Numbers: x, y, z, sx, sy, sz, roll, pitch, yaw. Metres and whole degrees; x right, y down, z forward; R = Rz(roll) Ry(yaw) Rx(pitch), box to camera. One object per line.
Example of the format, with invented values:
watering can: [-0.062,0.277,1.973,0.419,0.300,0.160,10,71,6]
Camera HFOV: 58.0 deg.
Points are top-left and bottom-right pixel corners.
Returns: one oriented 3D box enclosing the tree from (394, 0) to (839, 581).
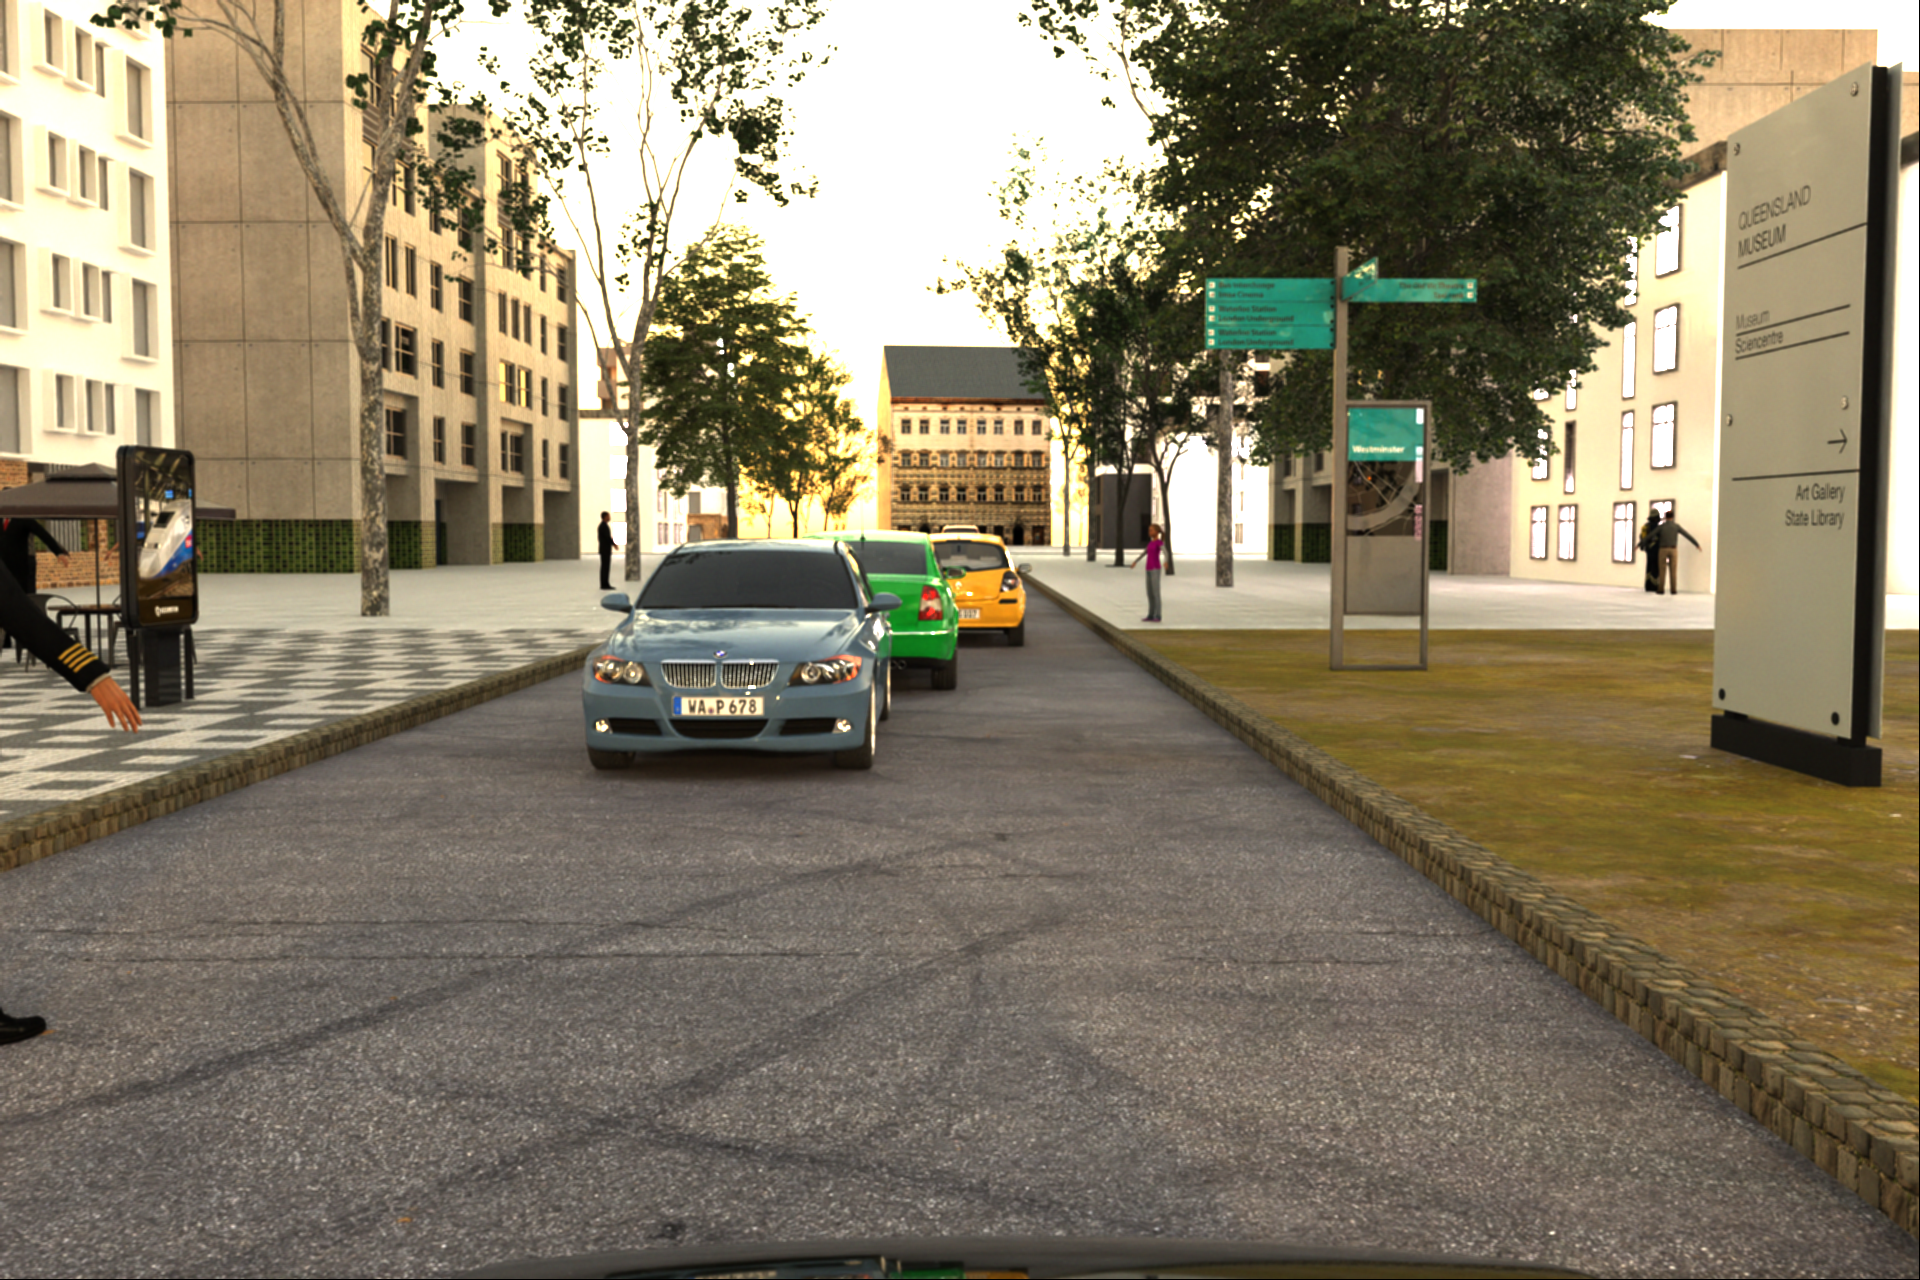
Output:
tree: [-9.355,-11.765,48.239,12.611,20.169,13.585,0,3,0]

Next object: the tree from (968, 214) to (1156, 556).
tree: [7.746,-15.014,101.362,12.611,20.169,13.585,0,3,0]

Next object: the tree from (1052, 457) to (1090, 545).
tree: [13.934,-16.000,196.019,7.601,10.594,8.767,0,4,6]

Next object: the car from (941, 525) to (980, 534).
car: [0.012,-4.013,74.284,2.281,1.827,5.304,0,4,-1]

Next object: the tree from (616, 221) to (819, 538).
tree: [-8.795,-8.894,63.545,7.486,12.596,7.792,0,3,0]

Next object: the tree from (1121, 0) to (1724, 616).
tree: [6.967,-7.354,26.900,9.857,13.997,8.962,0,3,0]

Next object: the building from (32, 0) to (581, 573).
building: [-27.844,-12.550,71.646,16.747,18.905,31.486,0,4,1]

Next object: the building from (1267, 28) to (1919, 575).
building: [23.629,-12.409,69.340,16.747,18.905,31.486,0,4,0]

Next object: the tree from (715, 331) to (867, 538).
tree: [-8.611,-9.994,89.152,9.928,11.665,9.643,0,3,0]

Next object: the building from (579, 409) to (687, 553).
building: [-24.963,-11.502,130.213,9.099,9.664,28.070,0,4,1]

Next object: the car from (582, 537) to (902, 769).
car: [-1.396,-0.005,12.092,2.014,1.417,4.499,0,4,0]

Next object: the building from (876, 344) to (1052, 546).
building: [0.134,-22.457,200.563,18.063,23.208,19.493,0,4,-7]

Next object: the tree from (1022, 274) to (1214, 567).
tree: [6.461,-8.699,67.980,9.928,11.665,9.643,0,3,0]

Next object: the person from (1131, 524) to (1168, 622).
person: [2.780,-0.982,25.316,0.599,1.433,0.991,-2,4,-24]

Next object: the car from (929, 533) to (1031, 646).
car: [-0.015,-0.815,23.543,2.015,1.641,3.980,0,3,0]

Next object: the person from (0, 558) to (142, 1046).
person: [-2.865,0.215,4.877,1.347,1.837,0.705,2,4,25]

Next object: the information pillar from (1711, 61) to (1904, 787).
information pillar: [4.597,-1.112,9.499,0.184,3.620,1.656,0,4,0]

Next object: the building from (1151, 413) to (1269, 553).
building: [20.558,-11.668,132.920,9.099,9.664,28.070,0,4,0]

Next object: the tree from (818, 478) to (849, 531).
tree: [-14.397,-15.319,200.833,4.737,8.622,4.395,0,3,0]

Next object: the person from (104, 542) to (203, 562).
person: [-11.396,-1.143,24.549,1.347,1.847,0.705,0,4,-5]

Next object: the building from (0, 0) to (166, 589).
building: [-26.353,-10.844,33.721,16.016,20.090,11.380,0,3,0]

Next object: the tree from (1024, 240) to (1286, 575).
tree: [6.505,-7.327,54.216,8.767,10.594,7.601,-1,4,-14]

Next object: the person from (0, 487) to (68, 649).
person: [-10.624,-0.807,19.378,1.347,1.806,0.705,0,4,-1]

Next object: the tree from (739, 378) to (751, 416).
tree: [-25.925,-20.895,197.520,12.611,20.169,13.585,0,3,0]

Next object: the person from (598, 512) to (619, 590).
person: [-8.177,-2.070,40.075,0.704,1.802,1.346,-2,4,-26]

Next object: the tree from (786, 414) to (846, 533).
tree: [-9.119,-9.198,100.747,4.360,8.622,3.978,0,3,0]

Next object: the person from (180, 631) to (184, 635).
person: [-10.091,-0.981,22.179,0.704,1.843,1.345,-2,4,-34]

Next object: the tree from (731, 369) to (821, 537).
tree: [-8.351,-7.590,74.451,4.360,8.622,3.978,0,3,0]

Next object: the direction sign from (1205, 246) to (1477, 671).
direction sign: [3.554,-1.644,15.647,2.525,3.948,1.411,0,4,-1]

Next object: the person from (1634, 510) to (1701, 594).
person: [15.135,-1.881,37.024,1.348,1.796,0.705,1,4,15]

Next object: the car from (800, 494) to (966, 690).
car: [-0.914,-0.519,17.286,1.959,1.807,4.718,0,4,0]

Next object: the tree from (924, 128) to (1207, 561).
tree: [5.175,-13.827,81.960,12.611,20.169,13.585,0,3,0]

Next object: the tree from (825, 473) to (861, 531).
tree: [-13.217,-14.981,195.304,4.737,8.622,4.395,0,3,0]

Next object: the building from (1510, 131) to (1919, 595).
building: [20.721,-5.819,37.292,9.099,9.664,28.070,0,3,0]

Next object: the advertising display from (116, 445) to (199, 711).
advertising display: [-5.996,-0.475,12.981,0.123,1.923,0.974,0,4,1]

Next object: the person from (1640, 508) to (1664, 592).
person: [15.493,-2.008,38.616,0.705,1.856,1.354,-1,4,-8]

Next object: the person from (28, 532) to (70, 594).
person: [-15.362,-1.365,28.449,1.348,1.813,0.705,0,4,-5]

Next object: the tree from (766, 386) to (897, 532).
tree: [-8.486,-10.672,108.904,8.767,10.594,7.601,-1,4,-21]

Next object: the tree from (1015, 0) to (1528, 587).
tree: [7.700,-11.306,40.735,12.611,20.169,13.585,0,3,0]

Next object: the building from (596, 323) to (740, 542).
building: [-26.633,-18.350,156.439,16.016,20.090,11.380,0,4,1]

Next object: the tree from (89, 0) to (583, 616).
tree: [-10.515,-10.481,27.248,12.611,20.169,13.585,0,3,0]

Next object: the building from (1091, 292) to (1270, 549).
building: [26.001,-19.511,162.971,27.936,21.610,32.646,0,4,0]
